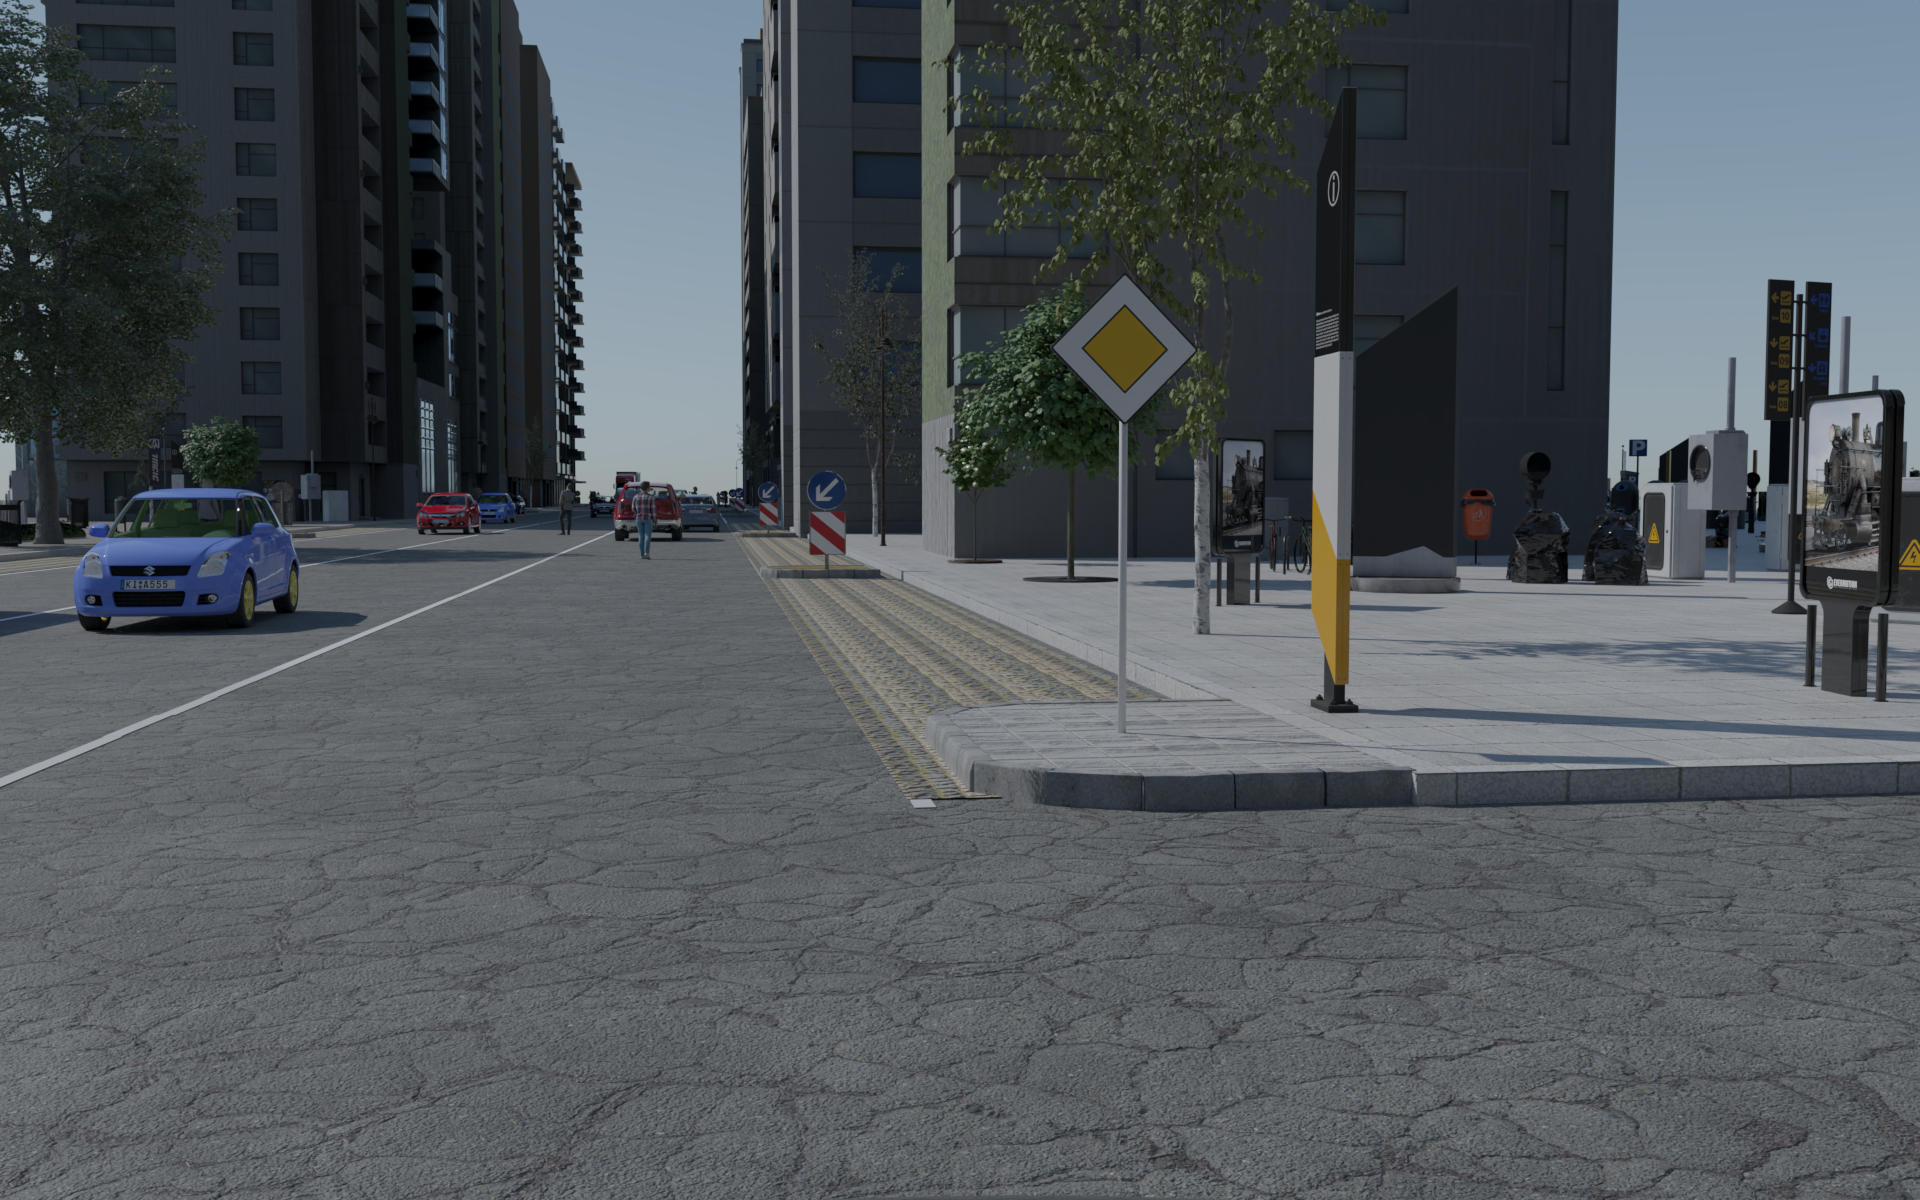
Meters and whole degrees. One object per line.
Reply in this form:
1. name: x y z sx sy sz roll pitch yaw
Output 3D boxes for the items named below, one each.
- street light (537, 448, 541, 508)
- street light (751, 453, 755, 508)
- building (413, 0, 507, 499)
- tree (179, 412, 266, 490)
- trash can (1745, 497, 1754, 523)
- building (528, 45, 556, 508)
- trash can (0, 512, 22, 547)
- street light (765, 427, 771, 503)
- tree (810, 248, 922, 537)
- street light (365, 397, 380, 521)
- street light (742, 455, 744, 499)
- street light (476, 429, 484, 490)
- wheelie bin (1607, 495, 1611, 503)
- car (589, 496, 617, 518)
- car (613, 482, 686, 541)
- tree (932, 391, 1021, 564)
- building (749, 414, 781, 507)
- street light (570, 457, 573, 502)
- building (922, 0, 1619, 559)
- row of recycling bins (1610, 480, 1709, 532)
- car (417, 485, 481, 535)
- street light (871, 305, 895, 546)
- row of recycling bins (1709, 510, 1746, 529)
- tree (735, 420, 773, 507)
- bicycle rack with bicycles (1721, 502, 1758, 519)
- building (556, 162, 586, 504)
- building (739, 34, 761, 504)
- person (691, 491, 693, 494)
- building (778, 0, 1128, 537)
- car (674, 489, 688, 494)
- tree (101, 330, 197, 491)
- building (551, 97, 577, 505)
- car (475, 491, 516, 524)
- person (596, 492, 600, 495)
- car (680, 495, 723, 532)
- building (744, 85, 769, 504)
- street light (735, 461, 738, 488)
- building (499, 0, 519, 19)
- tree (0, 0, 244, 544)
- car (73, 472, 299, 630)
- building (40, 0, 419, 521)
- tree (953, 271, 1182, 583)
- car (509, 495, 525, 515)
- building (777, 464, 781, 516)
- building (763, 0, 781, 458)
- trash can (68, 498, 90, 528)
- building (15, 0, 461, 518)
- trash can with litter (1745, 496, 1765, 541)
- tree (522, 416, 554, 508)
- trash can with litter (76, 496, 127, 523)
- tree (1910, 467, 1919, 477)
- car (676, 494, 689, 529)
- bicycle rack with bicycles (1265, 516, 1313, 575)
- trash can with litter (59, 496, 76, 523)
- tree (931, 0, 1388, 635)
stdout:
1. street light: -40.016 -11.746 164.840 0.468 5.910 1.993 -1 4 -8
2. street light: -18.994 -11.395 159.096 0.468 5.910 1.993 -1 4 -8
3. building: -42.602 -27.371 131.111 14.154 41.232 14.086 -1 4 -8
4. tree: -29.576 -5.252 69.582 4.285 4.588 4.351 0 3 0
5. trash can: 34.843 -3.991 76.907 0.748 1.137 0.748 0 3 0
6. building: -47.500 -31.773 169.603 14.600 45.320 14.200 -1 4 -8
7. trash can: -23.271 -1.874 42.296 0.748 1.137 0.748 0 3 0
8. street light: -13.093 -8.909 118.455 0.468 5.910 1.993 -1 4 -8
9. tree: -2.495 -6.192 51.605 4.360 8.622 3.978 0 3 0
10. street light: -27.976 -6.714 82.569 0.468 5.910 1.993 -1 4 -8
11. street light: -25.111 -13.919 200.369 0.468 5.910 1.993 -1 4 -8
12. street light: -33.794 -9.143 122.277 0.468 5.910 1.993 -1 4 -8
13. wheelie bin: 20.518 -2.926 55.748 0.693 1.594 0.980 0 4 7
14. car: -21.746 -5.730 106.258 1.945 1.354 3.894 -1 4 -9
15. car: -9.785 -2.806 54.558 2.281 1.827 5.304 -1 4 -8
16. tree: 0.290 -2.293 32.088 1.663 3.219 1.824 0 3 0
17. building: -11.844 -45.489 181.998 20.563 71.187 20.611 -1 4 -8
18. street light: -45.936 -14.189 204.772 0.468 5.910 1.993 -1 4 -8
19. building: 5.841 -21.854 40.901 14.154 41.232 14.086 -1 4 -8
20. row of recycling bins: 20.197 -2.718 51.559 3.534 1.692 1.069 3 4 38
21. car: -18.469 -3.280 62.668 2.155 1.783 4.494 -1 4 -8
22. street light: -1.894 -4.267 42.552 0.468 5.910 1.993 -1 4 -8
23. row of recycling bins: 27.600 -3.516 64.598 1.069 1.692 3.534 -2 4 -34
24. tree: -20.150 -13.400 169.446 4.360 8.622 3.978 0 3 0
25. bicycle rack with bicycles: 39.042 -4.486 86.733 2.852 0.926 2.925 1 4 16
26. building: -59.872 -34.678 221.603 22.147 44.769 28.867 -1 4 -8
27. building: -18.200 -41.949 227.871 21.231 58.520 28.212 -1 4 -8
28. person: -29.960 -11.261 193.301 1.217 1.739 0.721 0 4 3
29. building: 3.199 -32.256 69.392 21.231 58.520 28.212 -1 4 -8
30. car: -21.001 -7.330 128.511 2.281 1.827 5.304 -1 4 -8
31. tree: -35.864 -7.687 76.037 4.360 8.622 3.978 0 3 0
32. building: -55.582 -35.015 192.097 23.786 49.044 30.456 -1 4 -8
33. car: -22.904 -4.621 85.147 1.945 1.707 3.694 0 4 -7
34. person: -46.987 -13.195 224.901 0.551 1.740 0.621 -3 5 -43
35. car: -10.105 -3.331 66.459 2.014 1.417 4.499 0 4 -8
36. building: -14.343 -35.469 203.614 21.300 48.544 21.600 -1 4 -8
37. street light: -30.991 -16.366 240.364 0.468 5.910 1.993 -1 4 -8
38. building: -44.444 -30.268 144.984 14.600 45.320 14.200 -1 4 -8
39. tree: -23.398 -8.400 43.997 9.857 13.997 8.962 0 3 0
40. car: -8.636 -0.606 19.505 1.945 1.707 3.694 -1 4 -10
41. building: -35.822 -19.281 86.938 14.160 30.474 14.107 -1 4 -8
42. tree: 1.724 -2.558 25.539 4.285 4.588 4.351 0 3 0
43. car: -31.394 -6.625 120.907 1.945 1.354 3.894 0 4 -7
44. building: 5.694 -24.987 100.417 32.217 40.220 23.993 -1 4 -8
45. building: -2.701 -34.109 146.922 28.713 52.752 27.495 -1 4 -8
46. trash can: -32.889 -3.244 64.690 0.748 1.137 0.748 0 3 0
47. building: -43.150 -48.577 106.909 22.319 86.520 31.000 -1 4 -8
48. trash can with litter: 22.894 -2.220 47.357 2.233 1.210 1.678 0 4 5
49. tree: -38.994 -12.662 157.389 4.360 8.622 3.978 0 3 0
50. trash can with litter: -26.467 -2.678 54.835 2.233 1.210 1.678 2 4 34
51. tree: 29.985 -3.592 53.326 1.663 3.219 1.824 0 3 0
52. car: -12.024 -3.746 71.475 2.015 1.641 3.980 -1 4 -8
53. bicycle rack with bicycles: 6.064 -0.903 28.150 2.852 0.926 2.925 1 4 14
54. trash can with litter: -40.234 -4.094 77.996 2.233 1.210 1.678 1 4 15
55. tree: 1.977 -3.988 15.562 4.737 8.622 4.395 0 3 0
